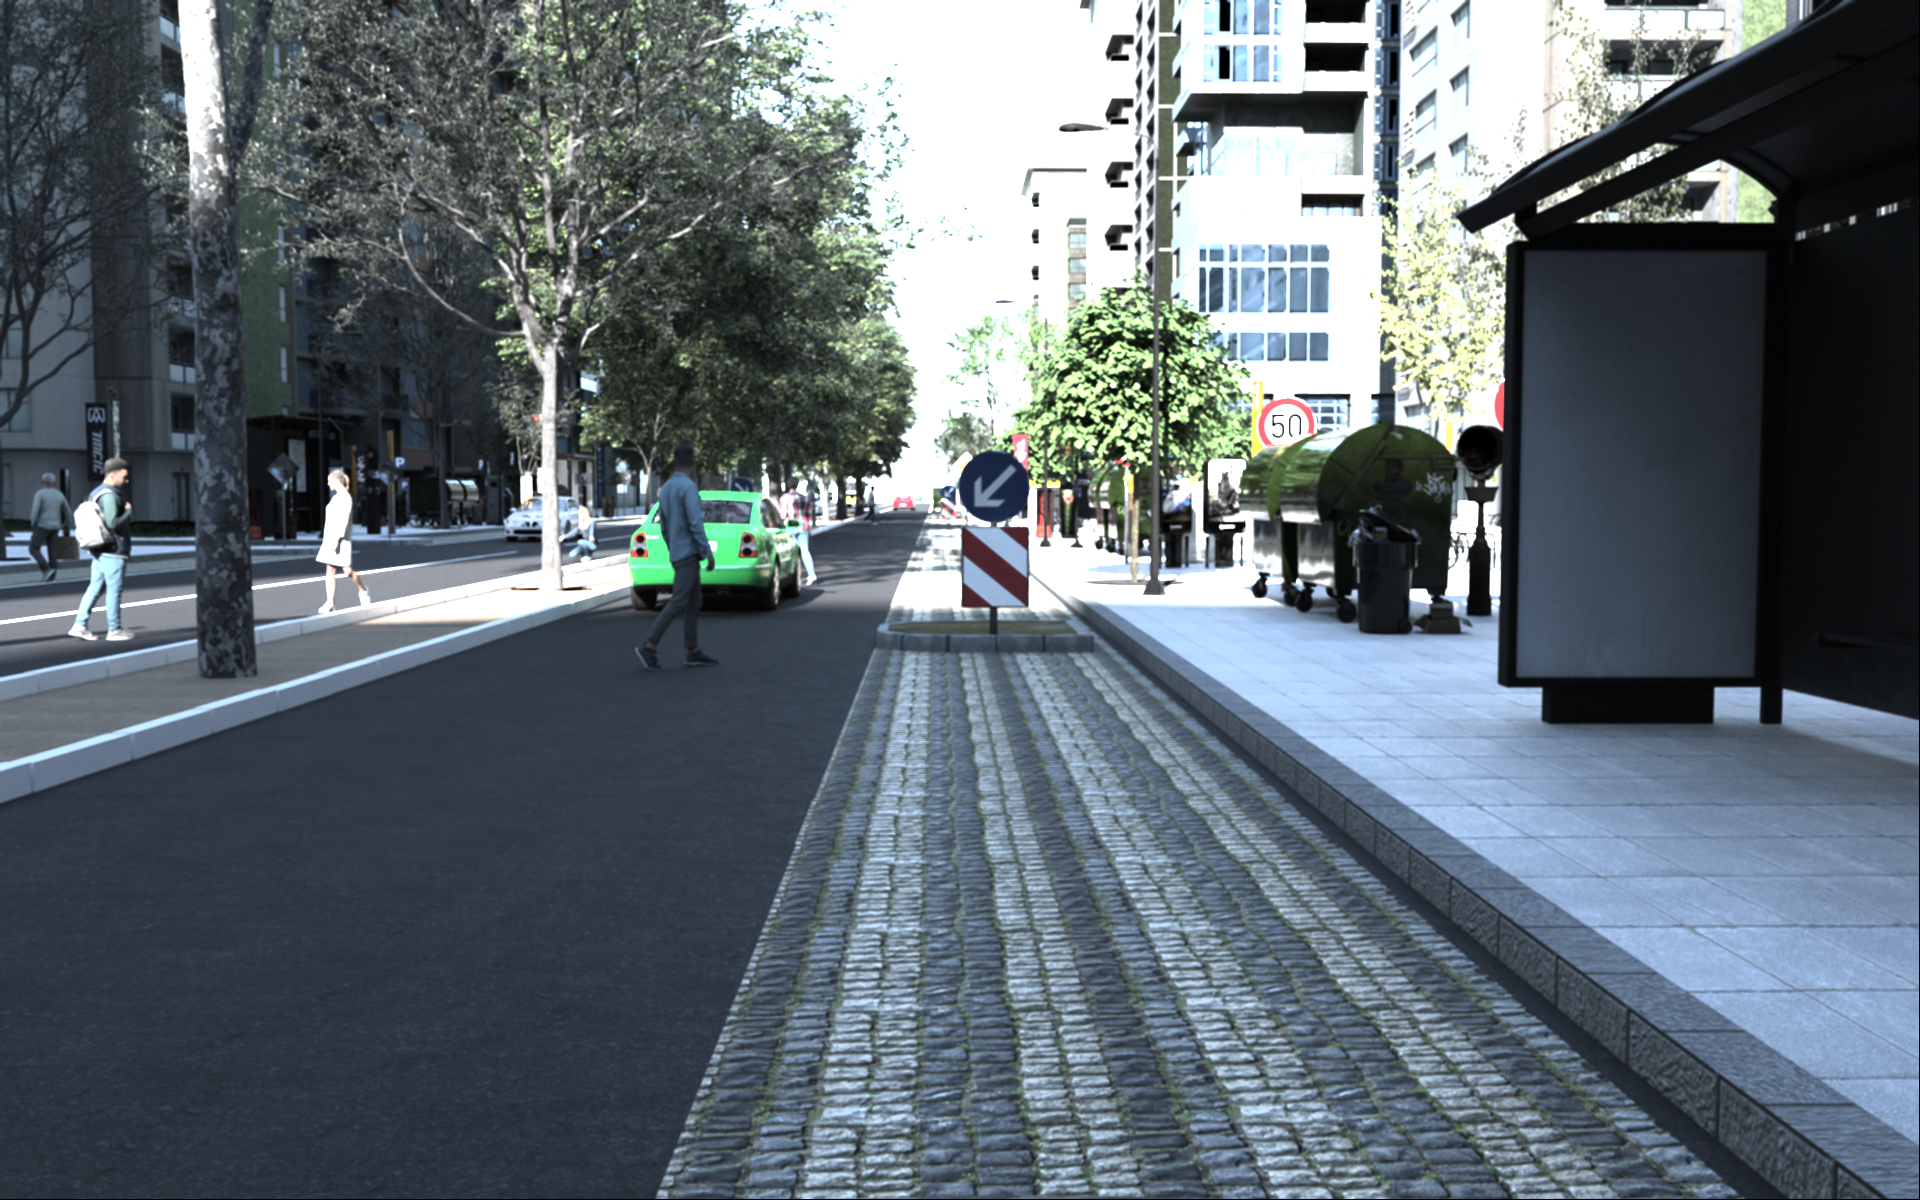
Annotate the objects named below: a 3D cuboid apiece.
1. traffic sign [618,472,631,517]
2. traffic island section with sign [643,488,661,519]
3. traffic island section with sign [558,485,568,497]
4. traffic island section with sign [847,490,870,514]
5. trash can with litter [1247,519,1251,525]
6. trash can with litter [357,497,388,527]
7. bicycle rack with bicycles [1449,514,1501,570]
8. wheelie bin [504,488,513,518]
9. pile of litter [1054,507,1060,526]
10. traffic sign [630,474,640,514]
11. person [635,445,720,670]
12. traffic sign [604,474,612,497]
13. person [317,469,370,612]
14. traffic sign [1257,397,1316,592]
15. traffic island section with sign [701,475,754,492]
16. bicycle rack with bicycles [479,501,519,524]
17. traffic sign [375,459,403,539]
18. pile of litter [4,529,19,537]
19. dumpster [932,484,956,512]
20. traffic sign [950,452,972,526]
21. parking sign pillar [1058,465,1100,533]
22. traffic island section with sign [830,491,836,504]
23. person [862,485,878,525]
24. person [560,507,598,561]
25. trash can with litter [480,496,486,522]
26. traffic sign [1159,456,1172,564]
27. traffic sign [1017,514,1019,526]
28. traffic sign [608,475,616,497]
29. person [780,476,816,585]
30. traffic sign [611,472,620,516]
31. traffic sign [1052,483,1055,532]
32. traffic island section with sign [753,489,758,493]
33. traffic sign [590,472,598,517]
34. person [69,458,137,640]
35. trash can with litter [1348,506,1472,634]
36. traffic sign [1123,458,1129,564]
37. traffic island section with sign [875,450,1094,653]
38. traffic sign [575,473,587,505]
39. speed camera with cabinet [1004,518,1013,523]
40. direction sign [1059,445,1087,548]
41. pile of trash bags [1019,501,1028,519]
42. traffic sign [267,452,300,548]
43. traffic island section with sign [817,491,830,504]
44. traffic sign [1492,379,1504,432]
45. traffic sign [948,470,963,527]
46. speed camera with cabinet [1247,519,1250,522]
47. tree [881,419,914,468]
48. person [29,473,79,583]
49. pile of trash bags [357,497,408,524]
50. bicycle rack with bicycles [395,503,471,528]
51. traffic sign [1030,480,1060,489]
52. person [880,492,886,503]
[{"bbox_3d":[-18.989,-5.988,98.010,0.768,2.556,0.104,0,4,3],"label":"traffic sign"},{"bbox_3d":[-17.012,-5.533,99.087,1.989,1.847,2.006,0,4,-1],"label":"traffic island section with sign"},{"bbox_3d":[-16.636,-3.869,71.885,1.989,1.847,2.006,0,4,-1],"label":"traffic island section with sign"},{"bbox_3d":[-7.167,-7.113,124.432,2.006,1.907,1.989,0,4,-1],"label":"traffic island section with sign"},{"bbox_3d":[11.988,-3.752,72.736,1.055,1.170,0.624,0,4,-4],"label":"trash can with litter"},{"bbox_3d":[-23.101,-3.469,68.112,1.055,1.170,0.624,-3,5,-44],"label":"trash can with litter"},{"bbox_3d":[7.996,-1.022,30.090,2.852,0.926,2.925,-1,4,-12],"label":"bicycle rack with bicycles"},{"bbox_3d":[-24.240,-5.182,92.630,0.693,1.594,0.980,0,4,2],"label":"wheelie bin"},{"bbox_3d":[4.007,-3.447,70.327,1.176,0.858,1.719,0,4,4],"label":"pile of litter"},{"bbox_3d":[-20.885,-6.790,111.130,0.768,2.556,0.104,0,4,3],"label":"traffic sign"},{"bbox_3d":[-2.354,-0.365,14.337,0.748,1.841,0.638,-1,4,-22],"label":"person"},{"bbox_3d":[-22.480,-6.799,111.275,0.768,2.556,0.104,0,4,3],"label":"traffic sign"},{"bbox_3d":[-7.585,-0.733,21.235,0.466,1.731,0.760,1,4,18],"label":"person"},{"bbox_3d":[4.274,-1.384,22.736,0.768,2.556,0.104,1,4,8],"label":"traffic sign"},{"bbox_3d":[-6.032,-2.065,41.894,2.006,1.907,1.989,0,4,-1],"label":"traffic island section with sign"},{"bbox_3d":[-20.369,-3.776,75.115,2.852,0.926,2.925,-2,4,-24],"label":"bicycle rack with bicycles"},{"bbox_3d":[-16.296,-2.801,49.444,0.795,2.450,0.064,0,4,-1],"label":"traffic sign"},{"bbox_3d":[-28.900,-2.303,51.617,1.719,0.858,1.176,2,4,26],"label":"pile of litter"},{"bbox_3d":[-1.258,-8.101,137.408,1.985,2.255,1.502,0,4,-2],"label":"dumpster"},{"bbox_3d":[0.157,-2.325,41.663,0.795,2.450,0.064,0,4,-1],"label":"traffic sign"},{"bbox_3d":[3.946,-4.195,57.055,1.447,3.967,1.447,2,4,32],"label":"parking sign pillar"},{"bbox_3d":[-19.204,-15.316,259.047,1.989,1.847,2.006,0,4,-1],"label":"traffic island section with sign"},{"bbox_3d":[-4.208,-4.437,80.884,0.795,1.843,0.661,0,4,3],"label":"person"},{"bbox_3d":[-8.063,-1.416,37.148,0.738,1.151,1.012,-3,5,-44],"label":"person"},{"bbox_3d":[-21.957,-4.183,79.783,0.624,1.170,1.055,0,4,-5],"label":"trash can with litter"},{"bbox_3d":[3.668,-1.930,31.663,0.768,2.556,0.104,0,4,1],"label":"traffic sign"},{"bbox_3d":[1.928,-3.495,57.155,0.884,2.594,0.081,0,4,6],"label":"traffic sign"},{"bbox_3d":[-22.198,-6.780,110.959,0.768,2.556,0.104,0,4,3],"label":"traffic sign"},{"bbox_3d":[-2.585,-1.105,27.402,0.563,1.720,0.643,-2,4,-30],"label":"person"},{"bbox_3d":[-19.733,-6.086,99.614,0.768,2.556,0.104,0,4,7],"label":"traffic sign"},{"bbox_3d":[3.178,-3.599,58.954,0.768,2.556,0.104,1,4,9],"label":"traffic sign"},{"bbox_3d":[-17.690,-8.602,149.273,1.989,1.847,2.006,0,4,-1],"label":"traffic island section with sign"},{"bbox_3d":[-20.459,-5.864,95.982,0.768,2.556,0.104,0,4,4],"label":"traffic sign"},{"bbox_3d":[-8.346,-0.498,16.983,0.623,1.781,0.721,2,4,34],"label":"person"},{"bbox_3d":[4.162,-0.284,16.039,1.055,1.170,0.624,0,4,0],"label":"trash can with litter"},{"bbox_3d":[3.070,-1.942,31.864,0.768,2.556,0.104,0,4,8],"label":"traffic sign"},{"bbox_3d":[0.195,-0.481,16.498,1.989,1.847,2.006,0,4,-1],"label":"traffic island section with sign"},{"bbox_3d":[-18.503,-5.041,84.558,0.606,2.300,0.079,0,4,2],"label":"traffic sign"},{"bbox_3d":[2.189,-5.147,78.487,0.660,3.252,2.038,1,4,23],"label":"speed camera with cabinet"},{"bbox_3d":[2.773,-3.002,41.078,0.876,3.537,0.379,1,4,20],"label":"direction sign"},{"bbox_3d":[3.774,-4.854,89.118,1.912,1.369,3.447,-1,4,-19],"label":"pile of trash bags"},{"bbox_3d":[-16.186,-2.313,41.459,0.795,2.450,0.064,0,4,-1],"label":"traffic sign"},{"bbox_3d":[-18.836,-13.668,232.094,1.989,1.847,2.006,0,4,-1],"label":"traffic island section with sign"},{"bbox_3d":[5.722,-1.061,17.457,0.768,2.556,0.104,0,3,0],"label":"traffic sign"},{"bbox_3d":[0.047,-2.814,49.647,0.795,2.450,0.064,0,4,-1],"label":"traffic sign"},{"bbox_3d":[12.749,-4.990,75.917,0.660,3.252,2.038,0,4,2],"label":"speed camera with cabinet"},{"bbox_3d":[-7.127,-11.213,120.198,8.767,10.594,7.601,0,4,-1],"label":"tree"},{"bbox_3d":[-14.725,-1.174,28.174,0.515,1.767,0.782,2,4,24],"label":"person"},{"bbox_3d":[-25.189,-3.915,73.769,3.447,1.369,1.912,0,4,7],"label":"pile of trash bags"},{"bbox_3d":[-20.129,-3.211,65.889,2.925,0.926,2.852,-1,4,-12],"label":"bicycle rack with bicycles"},{"bbox_3d":[3.577,-4.182,62.255,2.265,3.308,0.079,0,4,8],"label":"traffic sign"},{"bbox_3d":[-12.145,-16.271,274.552,1.348,1.821,0.705,3,5,42],"label":"person"}]
